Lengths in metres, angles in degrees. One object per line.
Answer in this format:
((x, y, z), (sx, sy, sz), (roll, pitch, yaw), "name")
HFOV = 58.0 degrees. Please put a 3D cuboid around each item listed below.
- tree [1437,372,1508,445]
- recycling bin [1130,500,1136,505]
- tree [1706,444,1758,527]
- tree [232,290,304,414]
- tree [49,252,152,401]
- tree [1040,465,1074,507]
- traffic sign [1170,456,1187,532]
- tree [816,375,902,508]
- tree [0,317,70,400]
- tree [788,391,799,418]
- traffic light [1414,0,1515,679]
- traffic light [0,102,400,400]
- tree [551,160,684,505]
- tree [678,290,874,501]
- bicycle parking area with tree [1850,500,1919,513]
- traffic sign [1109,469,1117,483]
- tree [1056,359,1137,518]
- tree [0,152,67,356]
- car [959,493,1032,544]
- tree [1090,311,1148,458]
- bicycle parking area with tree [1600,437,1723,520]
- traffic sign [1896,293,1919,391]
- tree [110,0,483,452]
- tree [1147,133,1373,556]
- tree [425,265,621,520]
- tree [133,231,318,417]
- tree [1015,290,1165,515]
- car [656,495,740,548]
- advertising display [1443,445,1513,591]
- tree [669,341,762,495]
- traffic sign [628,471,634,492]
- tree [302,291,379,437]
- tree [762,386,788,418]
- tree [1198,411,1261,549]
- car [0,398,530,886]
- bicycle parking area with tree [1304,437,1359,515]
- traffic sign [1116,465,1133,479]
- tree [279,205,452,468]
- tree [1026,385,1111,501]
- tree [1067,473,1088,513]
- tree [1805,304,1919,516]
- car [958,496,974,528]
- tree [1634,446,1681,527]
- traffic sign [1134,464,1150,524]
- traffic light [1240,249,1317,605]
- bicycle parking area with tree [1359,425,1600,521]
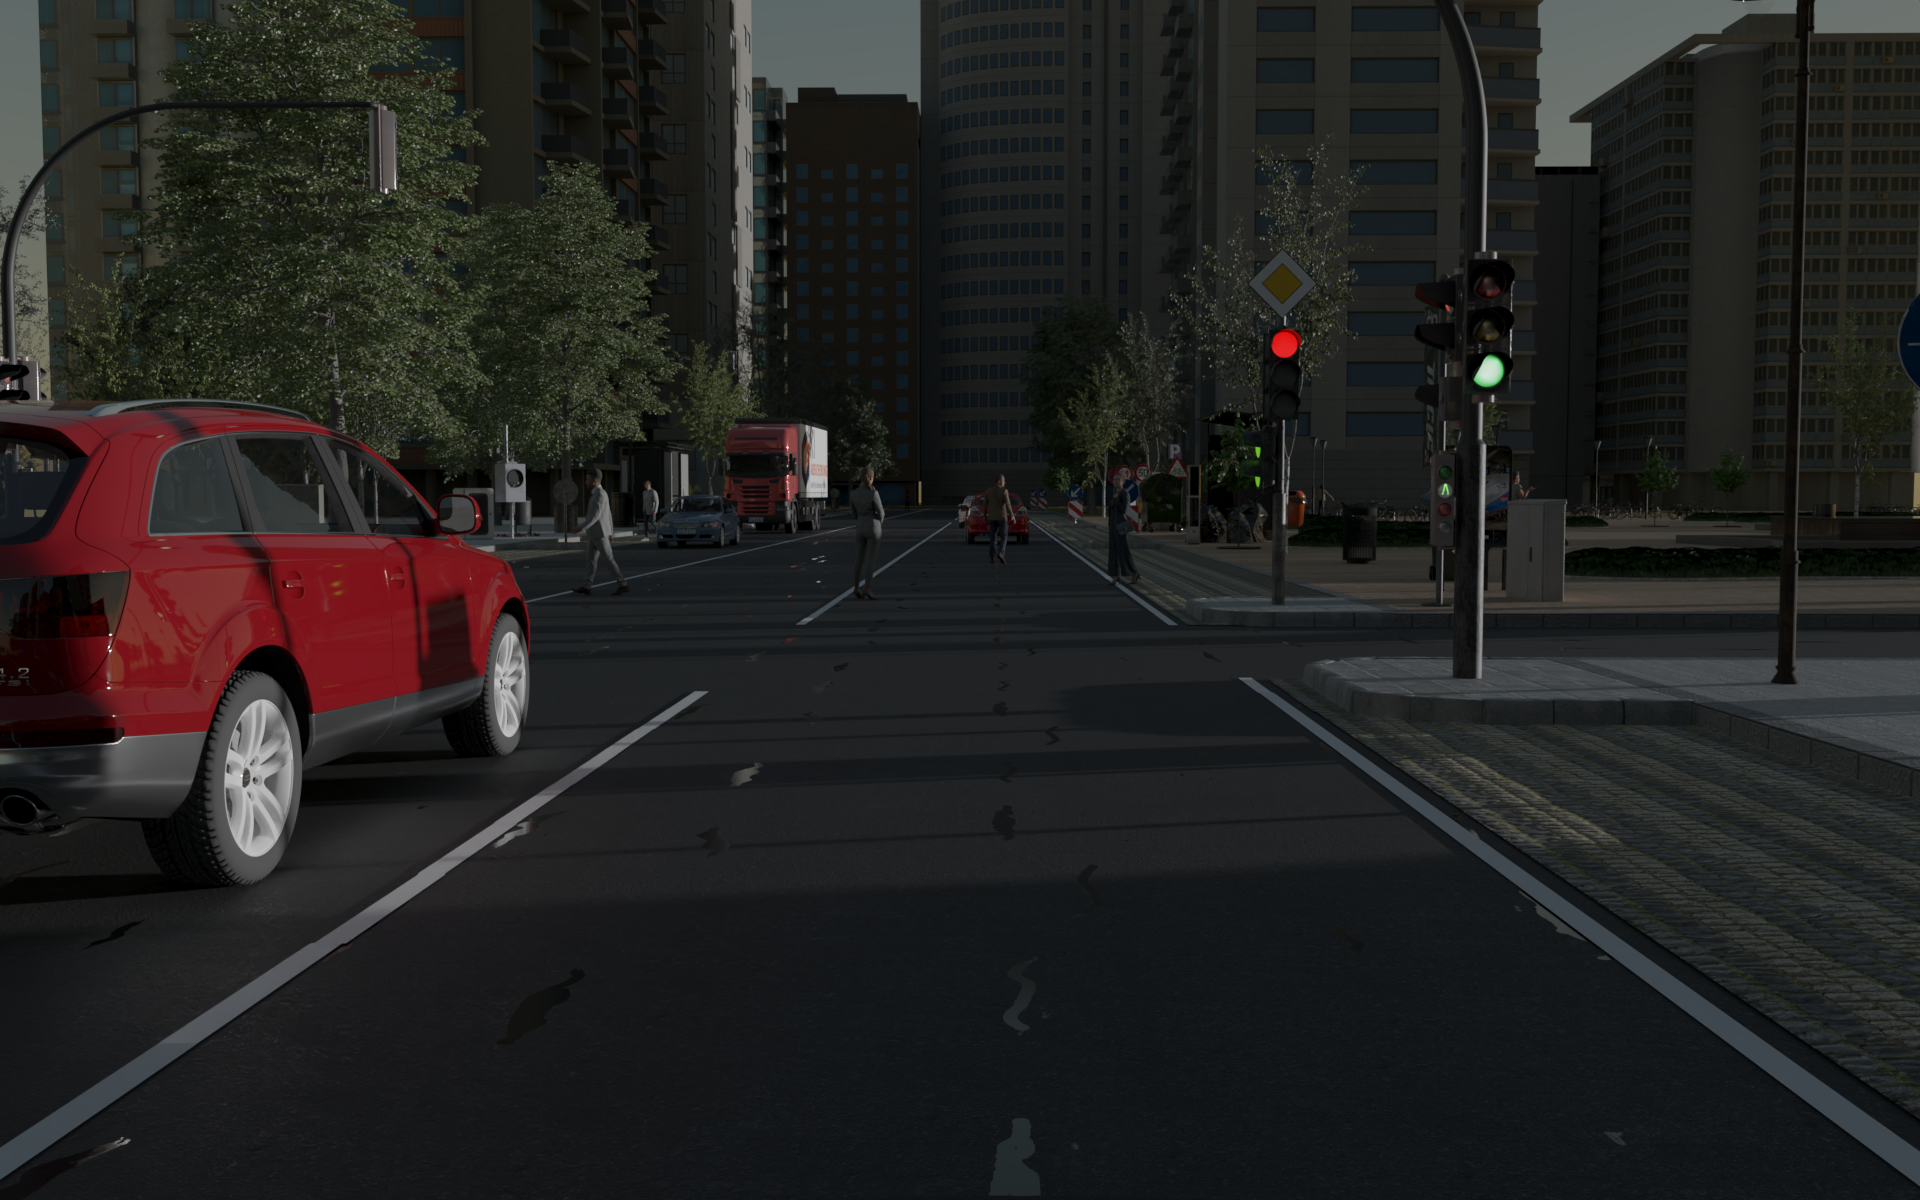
((27.023, -8.633, 91.505), (4.737, 8.622, 4.395), (0, 3, 0), "tree")
((8.180, -4.464, 85.533), (0.722, 1.027, 0.722), (-3, 5, -43), "recycling bin")
((29.740, -4.443, 67.249), (1.663, 3.219, 1.824), (0, 3, 0), "tree")
((-27.052, -6.831, 62.047), (4.737, 8.622, 4.395), (0, 3, 0), "tree")
((-26.112, -6.316, 53.628), (4.737, 8.622, 4.395), (0, 3, 0), "tree")
((9.474, -11.334, 169.032), (4.285, 4.588, 4.351), (0, 3, 0), "tree")
((7.416, -3.619, 59.174), (0.884, 2.594, 0.081), (0, 4, 5), "traffic sign")
((-10.354, -15.179, 165.186), (9.611, 12.733, 9.660), (0, 3, 0), "tree")
((-39.440, -7.452, 72.203), (4.360, 8.622, 3.978), (0, 3, 0), "tree")
((-12.338, -10.081, 115.179), (4.737, 8.622, 4.395), (0, 3, 0), "tree")
((1.430, -2.279, 11.924), (4.771, 5.953, 1.251), (0, 4, 1), "traffic light")
((-8.988, -2.789, 20.272), (4.771, 5.953, 1.251), (0, 4, 1), "traffic light")
((-13.376, -8.621, 59.078), (7.486, 12.596, 7.792), (0, 3, 0), "tree")
((-11.913, -11.863, 104.332), (12.009, 13.543, 11.850), (0, 3, 0), "tree")
((51.541, -6.261, 89.375), (9.016, 4.147, 8.231), (1, 4, 15), "bicycle parking area with tree")
((7.833, -5.308, 86.885), (0.768, 2.556, 0.104), (0, 4, 6), "traffic sign")
((7.635, -8.805, 94.316), (4.737, 8.622, 4.395), (0, 3, 0), "tree")
((-26.624, -8.001, 41.185), (12.009, 13.543, 11.850), (0, 3, 0), "tree")
((1.063, -2.563, 50.947), (2.155, 1.783, 4.494), (0, 4, -1), "car")
((7.503, -7.248, 68.871), (4.360, 8.622, 3.978), (0, 3, 0), "tree")
((34.203, -6.303, 90.059), (9.016, 4.147, 8.231), (0, 4, 6), "bicycle parking area with tree")
((5.829, -0.611, 10.091), (0.768, 2.556, 0.104), (1, 4, 11), "traffic sign")
((-13.208, -7.174, 35.421), (7.486, 12.596, 7.792), (0, 3, 0), "tree")
((6.634, -5.230, 35.876), (4.360, 8.622, 3.978), (0, 3, 0), "tree")
((-21.963, -10.250, 84.594), (9.611, 12.733, 9.660), (0, 3, 0), "tree")
((-35.226, -10.866, 84.311), (9.857, 13.997, 8.962), (0, 3, 0), "tree")
((8.269, -12.291, 107.617), (9.857, 13.997, 8.962), (0, 3, 0), "tree")
((-7.143, -2.177, 47.599), (2.014, 1.417, 4.499), (0, 4, 1), "car")
((6.818, -1.085, 22.955), (0.974, 1.923, 0.123), (0, 4, -5), "advertising display")
((-11.831, -8.077, 82.418), (4.737, 8.622, 4.395), (0, 3, 0), "tree")
((-14.389, -4.519, 76.016), (0.606, 2.300, 0.079), (0, 4, 6), "traffic sign")
((-24.336, -7.105, 66.525), (4.737, 8.622, 4.395), (0, 3, 0), "tree")
((-11.994, -8.656, 91.889), (4.737, 8.622, 4.395), (0, 3, 0), "tree")
((6.394, -2.806, 40.473), (1.663, 3.219, 1.824), (0, 3, 0), "tree")
((-3.522, 0.047, 7.899), (2.281, 1.827, 5.304), (0, 4, 2), "car")
((18.709, -6.282, 89.718), (9.016, 4.147, 8.231), (2, 4, 30), "bicycle parking area with tree")
((7.305, -4.695, 76.874), (0.768, 2.556, 0.104), (0, 4, 7), "traffic sign")
((-15.404, -5.794, 45.087), (4.360, 8.622, 3.978), (0, 3, 0), "tree")
((8.883, -12.240, 134.542), (8.767, 10.594, 7.601), (3, 4, 37), "tree")
((7.983, -7.499, 117.209), (1.663, 3.219, 1.824), (0, 3, 0), "tree")
((35.464, -7.180, 67.756), (4.737, 8.622, 4.395), (0, 3, 0), "tree")
((0.935, -3.768, 73.967), (2.083, 1.381, 4.827), (0, 4, 3), "car")
((27.319, -4.507, 68.294), (1.663, 3.219, 1.824), (0, 3, 0), "tree")
((7.713, -4.460, 73.028), (0.768, 2.556, 0.104), (0, 4, 3), "traffic sign")
((3.677, -1.901, 20.009), (0.839, 4.253, 0.868), (0, 4, 1), "traffic light")
((22.099, -5.369, 74.785), (9.016, 4.147, 8.231), (1, 4, 12), "bicycle parking area with tree")
